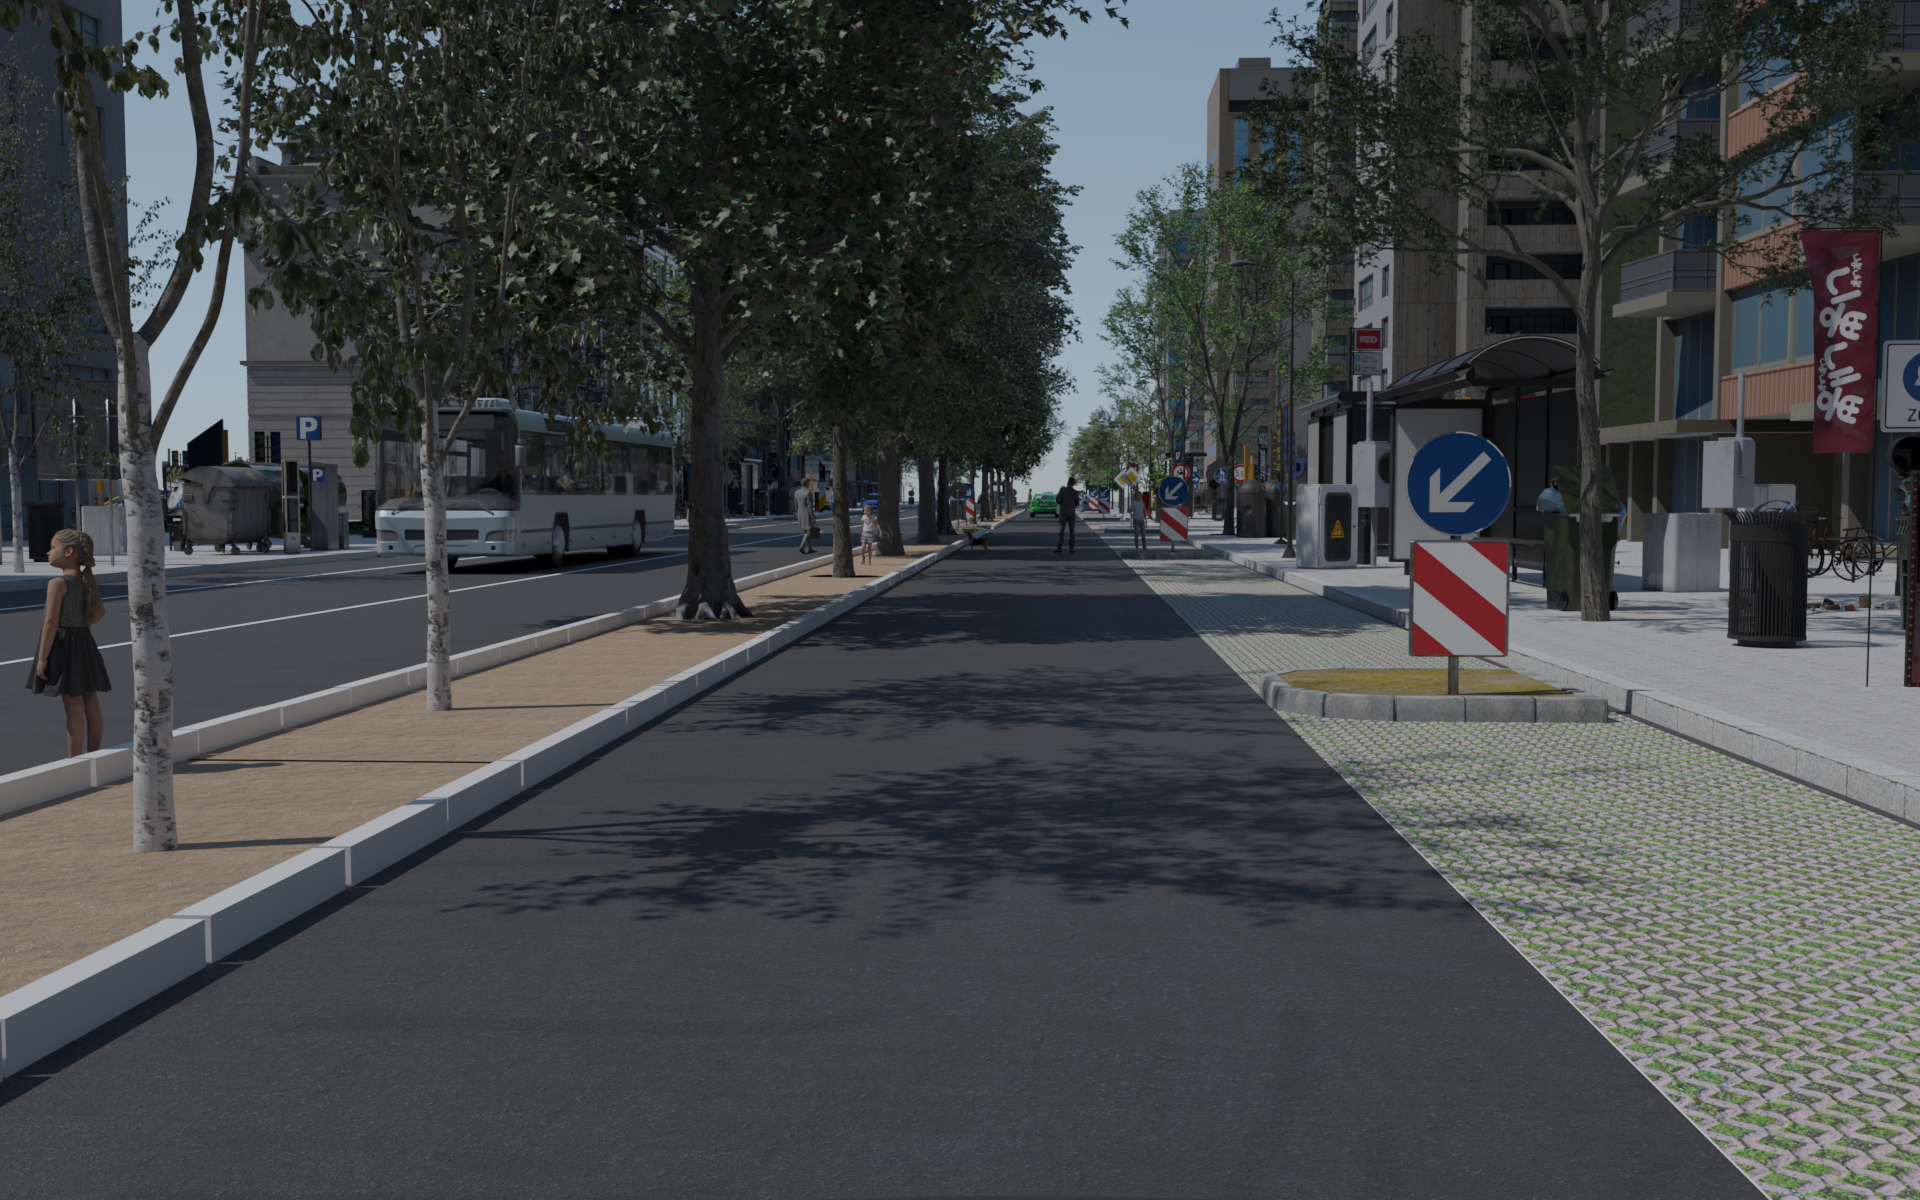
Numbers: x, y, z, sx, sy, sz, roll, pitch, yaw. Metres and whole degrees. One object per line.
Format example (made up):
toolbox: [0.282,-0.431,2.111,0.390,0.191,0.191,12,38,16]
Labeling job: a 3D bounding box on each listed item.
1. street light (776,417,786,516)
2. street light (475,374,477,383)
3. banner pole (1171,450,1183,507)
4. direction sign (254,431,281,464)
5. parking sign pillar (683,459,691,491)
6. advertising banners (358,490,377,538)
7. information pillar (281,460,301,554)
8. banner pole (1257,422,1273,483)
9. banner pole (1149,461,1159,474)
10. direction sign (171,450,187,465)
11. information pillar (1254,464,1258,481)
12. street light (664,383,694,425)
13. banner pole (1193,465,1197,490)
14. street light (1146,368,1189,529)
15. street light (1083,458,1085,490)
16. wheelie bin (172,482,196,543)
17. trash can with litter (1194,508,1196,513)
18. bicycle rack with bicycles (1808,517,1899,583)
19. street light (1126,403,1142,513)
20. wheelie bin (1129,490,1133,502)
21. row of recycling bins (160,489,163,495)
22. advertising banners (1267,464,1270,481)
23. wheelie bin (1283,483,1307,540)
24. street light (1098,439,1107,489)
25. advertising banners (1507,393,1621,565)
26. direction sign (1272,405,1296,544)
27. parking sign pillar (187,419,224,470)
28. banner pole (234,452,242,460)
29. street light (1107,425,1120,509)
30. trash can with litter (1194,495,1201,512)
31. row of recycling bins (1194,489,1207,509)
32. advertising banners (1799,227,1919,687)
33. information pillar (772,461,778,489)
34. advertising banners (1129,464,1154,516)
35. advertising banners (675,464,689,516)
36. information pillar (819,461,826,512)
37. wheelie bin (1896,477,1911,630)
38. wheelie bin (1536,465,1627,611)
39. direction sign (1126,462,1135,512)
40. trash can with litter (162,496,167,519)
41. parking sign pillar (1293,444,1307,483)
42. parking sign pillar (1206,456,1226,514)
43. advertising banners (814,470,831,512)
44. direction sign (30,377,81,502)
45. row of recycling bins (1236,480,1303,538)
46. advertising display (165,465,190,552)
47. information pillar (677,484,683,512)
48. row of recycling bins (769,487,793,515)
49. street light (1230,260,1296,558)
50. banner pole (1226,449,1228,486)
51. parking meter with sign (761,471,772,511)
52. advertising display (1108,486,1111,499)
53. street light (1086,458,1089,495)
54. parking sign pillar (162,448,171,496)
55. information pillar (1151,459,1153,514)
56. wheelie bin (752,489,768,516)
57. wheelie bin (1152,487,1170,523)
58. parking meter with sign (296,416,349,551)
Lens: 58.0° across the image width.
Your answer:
street light: [-10.195,-7.942,102.393,1.470,5.913,1.316,0,4,3]
street light: [-13.108,-4.668,48.860,1.470,5.913,1.316,0,4,3]
banner pole: [10.716,-5.854,85.732,0.863,3.779,0.401,2,4,24]
direction sign: [-25.019,-4.322,62.668,0.876,3.537,0.379,-1,4,-20]
parking sign pillar: [-19.646,-8.451,126.641,1.447,3.967,1.447,3,4,38]
advertising banners: [-16.705,-3.365,51.205,2.074,3.025,0.090,-1,4,-22]
information pillar: [-14.360,-2.000,37.185,0.304,2.012,0.304,-2,4,-32]
banner pole: [10.600,-4.280,59.994,0.863,3.779,0.401,-2,4,-34]
banner pole: [13.535,-7.971,120.337,0.863,3.779,0.401,0,4,3]
direction sign: [-40.431,-5.989,89.911,0.876,3.537,0.379,0,4,-6]
information pillar: [23.029,-8.748,134.389,0.504,3.616,0.183,-1,4,-12]
street light: [-11.807,-6.119,72.586,1.470,5.913,1.316,0,4,3]
banner pole: [17.742,-8.658,131.567,0.401,3.779,0.863,-2,4,-33]
street light: [7.695,-5.570,63.617,1.470,5.913,1.316,0,4,3]
street light: [16.583,-15.280,222.366,1.470,5.913,1.316,0,4,3]
wheelie bin: [-20.161,-2.281,45.209,0.980,1.594,0.693,2,4,23]
trash can with litter: [15.861,-6.649,120.100,0.624,1.170,1.055,3,5,43]
bicycle rack with bicycles: [13.433,-0.782,26.161,2.925,0.926,2.852,-1,4,-10]
street light: [9.125,-7.057,87.923,1.470,5.913,1.316,0,4,3]
wheelie bin: [14.379,-8.284,143.349,0.693,1.594,0.980,-2,4,-35]
row of recycling bins: [-63.918,-7.968,137.395,1.069,1.692,3.534,1,4,21]
advertising banners: [17.398,-6.368,100.304,2.074,3.025,0.090,-3,4,-38]
wheelie bin: [9.496,-2.489,48.603,0.693,1.594,0.980,-2,4,-29]
street light: [12.358,-10.648,146.631,1.470,5.913,1.316,0,4,3]
advertising banners: [10.499,-2.078,30.166,2.074,3.025,0.090,0,4,-4]
direction sign: [8.257,-3.208,44.450,0.379,3.537,0.876,0,4,-7]
parking sign pillar: [-26.993,-4.508,62.171,1.447,3.967,1.447,0,4,2]
banner pole: [-42.670,-6.876,102.446,0.863,3.779,0.401,2,4,33]
street light: [10.835,-8.833,116.954,1.470,5.913,1.316,0,4,3]
trash can with litter: [16.854,-6.968,124.990,1.678,1.210,2.233,0,4,-1]
row of recycling bins: [19.497,-8.069,139.042,1.069,1.692,3.534,-1,4,-17]
advertising banners: [6.554,-0.931,11.405,2.074,3.025,0.090,0,4,4]
information pillar: [-13.095,-8.040,122.815,0.504,3.616,0.183,0,4,2]
advertising banners: [10.781,-6.337,99.791,2.074,3.025,0.090,0,4,-1]
advertising banners: [-15.872,-6.411,101.000,2.074,3.025,0.090,-2,4,-26]
information pillar: [-9.627,-7.929,120.996,0.504,3.616,0.183,0,4,5]
wheelie bin: [9.109,-0.502,16.116,0.693,1.594,0.980,1,4,16]
wheelie bin: [6.826,-0.688,19.153,0.980,1.594,0.693,0,4,-7]
direction sign: [12.860,-8.452,130.180,0.876,3.537,0.379,3,4,38]
trash can with litter: [-45.977,-5.353,98.583,1.678,1.210,2.233,-2,4,-30]
parking sign pillar: [18.495,-6.424,93.504,1.447,3.967,1.447,-1,4,-21]
parking sign pillar: [16.852,-7.647,113.504,1.447,3.967,1.447,1,4,22]
advertising banners: [-10.394,-7.949,126.157,2.074,3.025,0.090,0,4,-7]
direction sign: [-17.509,-2.546,33.626,0.876,3.537,0.379,-2,4,-35]
row of recycling bins: [9.637,-2.716,51.517,3.534,1.692,1.069,-2,4,-33]
advertising display: [-17.458,-2.047,38.682,0.974,1.923,0.123,3,5,42]
information pillar: [-19.579,-7.130,121.063,0.304,2.012,0.304,-2,4,-35]
row of recycling bins: [-11.078,-6.153,107.716,1.069,1.692,3.534,-1,4,-18]
street light: [6.069,-3.795,34.581,1.470,5.913,1.316,0,4,3]
banner pole: [14.934,-6.507,96.400,0.401,3.779,0.863,2,4,29]
parking meter with sign: [-14.488,-8.145,129.431,1.738,3.016,0.543,3,4,36]
advertising display: [12.296,-8.413,142.761,0.123,1.923,0.974,0,4,-1]
street light: [15.018,-13.477,192.883,1.470,5.913,1.316,0,4,3]
parking sign pillar: [-46.449,-6.911,101.462,1.447,3.967,1.447,-2,4,-24]
information pillar: [12.640,-7.513,114.193,0.183,3.616,0.504,-1,4,-9]
wheelie bin: [-11.592,-5.687,100.885,0.980,1.594,0.693,-2,4,-31]
wheelie bin: [8.940,-4.179,76.232,0.980,1.594,0.693,0,4,-1]
parking meter with sign: [-14.492,-2.646,39.520,0.543,3.016,1.738,0,4,2]
